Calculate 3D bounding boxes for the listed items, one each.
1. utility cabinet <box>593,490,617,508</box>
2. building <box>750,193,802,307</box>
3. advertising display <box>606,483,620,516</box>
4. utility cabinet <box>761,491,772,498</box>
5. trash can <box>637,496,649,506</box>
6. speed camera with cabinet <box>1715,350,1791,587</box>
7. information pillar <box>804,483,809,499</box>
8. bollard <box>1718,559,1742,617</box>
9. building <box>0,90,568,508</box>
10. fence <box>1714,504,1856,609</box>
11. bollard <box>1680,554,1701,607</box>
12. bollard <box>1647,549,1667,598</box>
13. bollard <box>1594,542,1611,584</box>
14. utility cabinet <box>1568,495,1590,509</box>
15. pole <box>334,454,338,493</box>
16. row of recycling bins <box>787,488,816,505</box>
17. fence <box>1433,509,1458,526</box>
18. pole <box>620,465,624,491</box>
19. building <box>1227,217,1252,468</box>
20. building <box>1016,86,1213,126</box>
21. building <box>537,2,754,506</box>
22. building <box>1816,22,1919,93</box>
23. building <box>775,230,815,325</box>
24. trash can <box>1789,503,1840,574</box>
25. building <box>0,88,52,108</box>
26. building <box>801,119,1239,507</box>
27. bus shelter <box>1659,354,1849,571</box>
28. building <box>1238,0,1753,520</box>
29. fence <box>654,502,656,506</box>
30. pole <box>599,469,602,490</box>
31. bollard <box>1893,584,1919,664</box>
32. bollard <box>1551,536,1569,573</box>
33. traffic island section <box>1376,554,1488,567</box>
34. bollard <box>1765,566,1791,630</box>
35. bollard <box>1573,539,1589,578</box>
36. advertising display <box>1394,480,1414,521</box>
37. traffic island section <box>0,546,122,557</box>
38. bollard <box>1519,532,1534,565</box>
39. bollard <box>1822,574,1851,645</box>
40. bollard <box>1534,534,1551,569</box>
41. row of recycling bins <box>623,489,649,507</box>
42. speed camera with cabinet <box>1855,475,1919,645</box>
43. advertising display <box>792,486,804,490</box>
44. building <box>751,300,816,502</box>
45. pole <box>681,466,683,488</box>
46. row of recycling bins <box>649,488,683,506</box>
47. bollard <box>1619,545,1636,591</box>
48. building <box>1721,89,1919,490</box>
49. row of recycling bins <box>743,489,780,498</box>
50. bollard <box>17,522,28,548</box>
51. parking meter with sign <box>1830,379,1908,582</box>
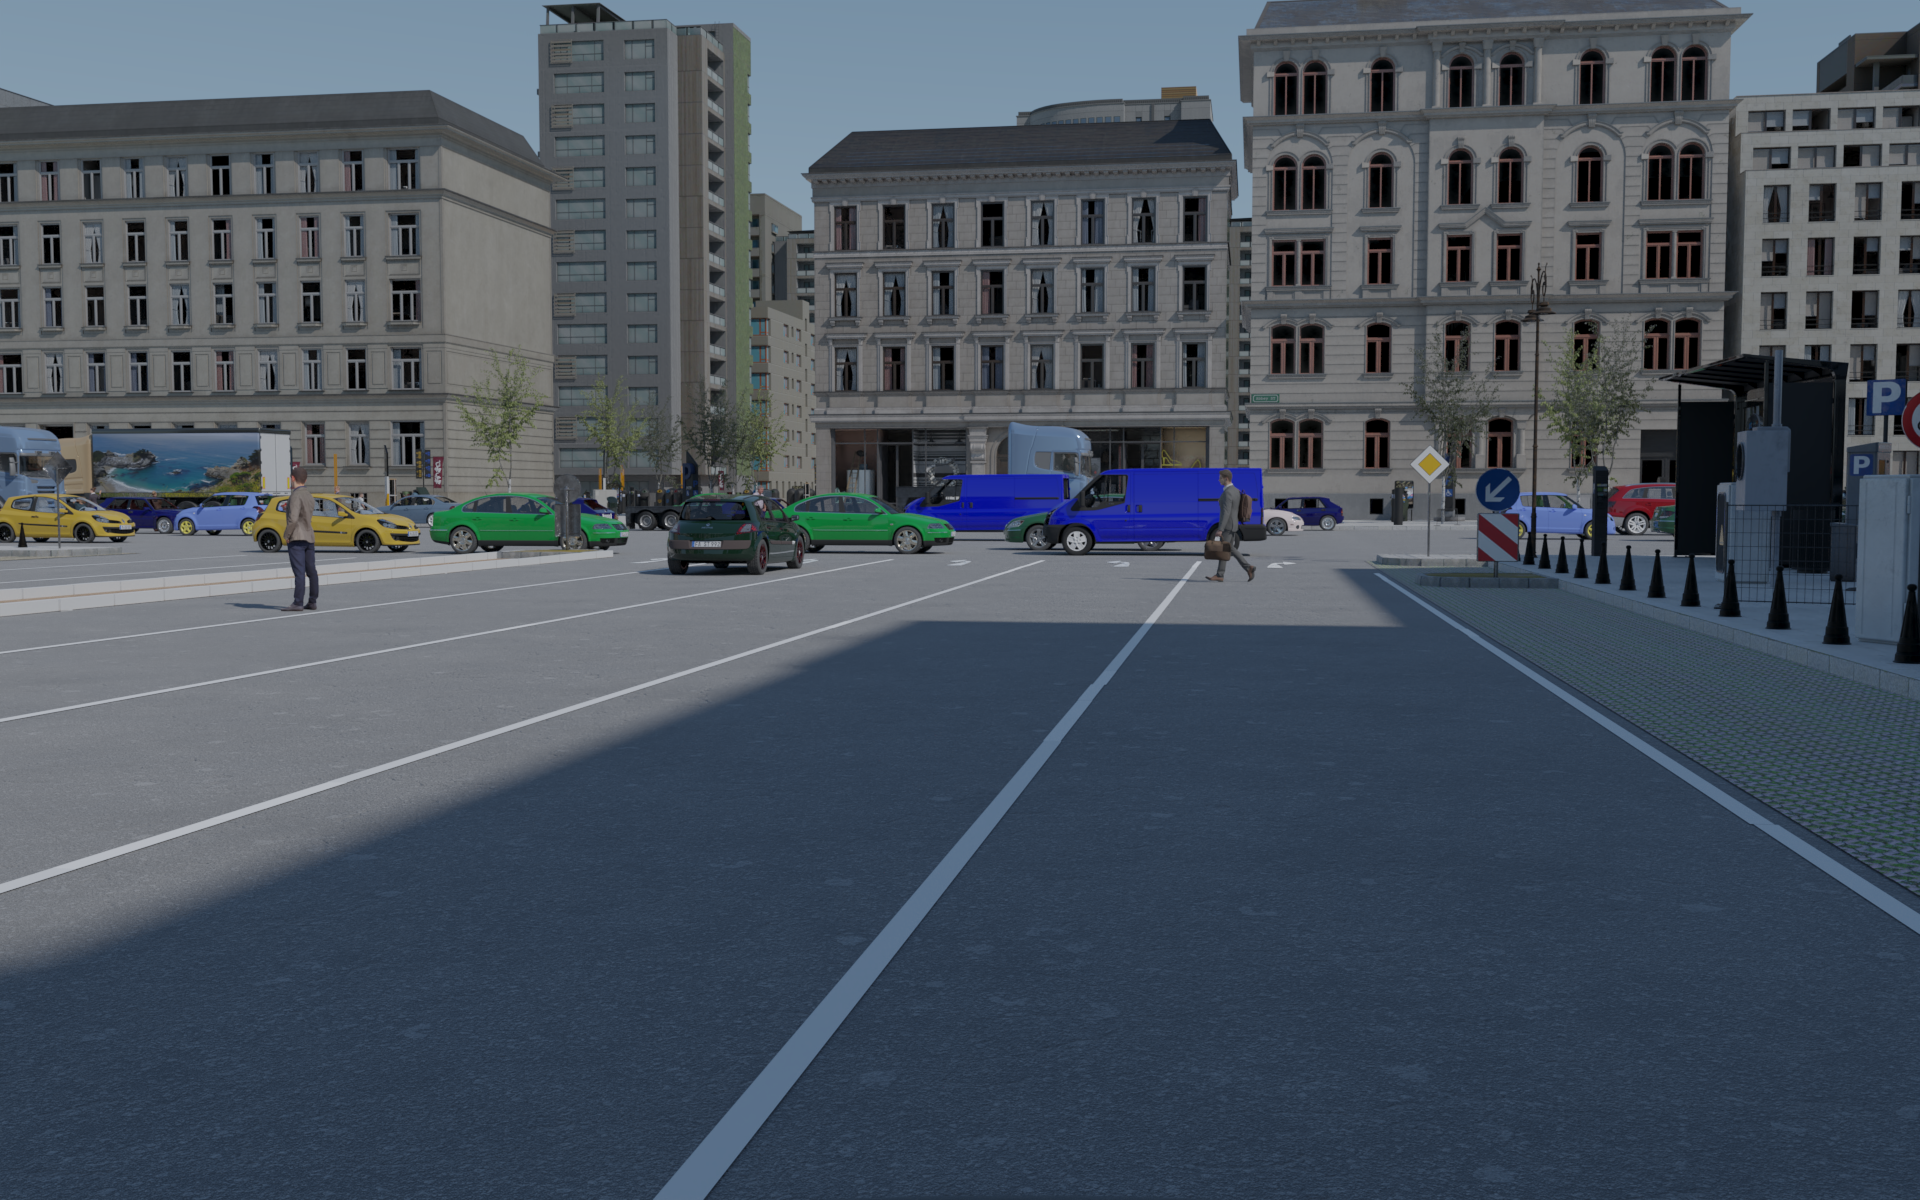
[{"bbox_3d":[-18.100,-4.872,88.338,1.173,1.500,0.318,-3,4,-36],"label":"utility cabinet"},{"bbox_3d":[-36.970,-39.257,265.545,21.600,48.544,21.300,1,4,10],"label":"building"},{"bbox_3d":[-20.679,-5.983,103.031,0.974,1.923,0.123,1,4,15],"label":"advertising display"},{"bbox_3d":[-12.035,-6.036,107.375,0.318,1.500,1.173,1,4,17],"label":"utility cabinet"},{"bbox_3d":[-19.759,-5.893,108.006,0.748,1.137,0.748,0,3,0],"label":"trash can"},{"bbox_3d":[11.241,-1.851,24.606,0.660,3.252,2.038,1,4,14],"label":"speed camera with cabinet"},{"bbox_3d":[-10.225,-6.783,115.389,0.304,2.012,0.304,-2,4,-30],"label":"information pillar"},{"bbox_3d":[8.067,-0.128,18.127,0.229,0.601,0.229,0,3,0],"label":"bollard"},{"bbox_3d":[-40.300,-16.422,101.788,30.059,22.955,16.112,1,4,10],"label":"building"},{"bbox_3d":[9.517,-0.473,18.943,2.264,1.192,0.480,2,4,29],"label":"fence"},{"bbox_3d":[8.351,-0.229,19.779,0.229,0.601,0.229,0,3,0],"label":"bollard"},{"bbox_3d":[8.628,-0.330,21.432,0.229,0.601,0.229,0,3,0],"label":"bollard"},{"bbox_3d":[9.192,-0.533,24.749,0.229,0.601,0.229,0,3,0],"label":"bollard"},{"bbox_3d":[28.817,-4.254,80.713,1.020,1.237,0.306,1,4,17],"label":"utility cabinet"},{"bbox_3d":[-31.684,-5.755,87.940,0.158,3.312,0.155,0,3,0],"label":"pole"},{"bbox_3d":[-11.228,-7.280,126.133,3.534,1.692,1.069,2,4,35],"label":"row of recycling bins"},{"bbox_3d":[19.879,-3.380,70.645,0.278,0.683,2.069,3,5,39],"label":"fence"},{"bbox_3d":[-23.927,-7.866,122.450,0.158,3.312,0.155,0,3,0],"label":"pole"},{"bbox_3d":[43.098,-34.544,248.385,14.086,41.232,14.154,1,4,10],"label":"building"},{"bbox_3d":[22.779,-43.620,255.191,28.212,58.520,21.231,1,4,10],"label":"building"},{"bbox_3d":[-26.363,-28.351,147.130,14.154,41.232,14.086,1,4,10],"label":"building"},{"bbox_3d":[89.491,-31.328,162.329,14.200,45.320,14.600,1,4,10],"label":"building"},{"bbox_3d":[-19.904,-35.236,259.699,14.086,41.232,14.154,1,4,10],"label":"building"},{"bbox_3d":[13.824,-1.003,28.061,0.748,1.137,0.748,0,3,0],"label":"trash can"},{"bbox_3d":[-65.161,-17.529,104.628,19.932,24.808,12.078,1,4,10],"label":"building"},{"bbox_3d":[-5.519,-14.855,93.793,40.483,20.767,10.553,1,4,10],"label":"building"},{"bbox_3d":[14.448,-2.485,31.919,1.731,3.624,6.357,1,4,10],"label":"bus shelter"},{"bbox_3d":[26.254,-18.473,89.424,23.554,28.519,14.401,1,4,10],"label":"building"},{"bbox_3d":[-23.418,-7.219,133.398,0.278,0.683,2.069,0,4,-2],"label":"fence"},{"bbox_3d":[-28.788,-8.854,138.598,0.158,3.312,0.155,0,3,0],"label":"pole"},{"bbox_3d":[7.222,0.177,13.153,0.229,0.601,0.229,0,3,0],"label":"bollard"},{"bbox_3d":[9.761,-0.735,28.063,0.229,0.601,0.229,0,3,0],"label":"bollard"},{"bbox_3d":[9.631,-0.811,35.545,2.009,0.180,2.903,1,4,10],"label":"traffic island section"},{"bbox_3d":[7.786,-0.026,16.461,0.229,0.601,0.229,0,3,0],"label":"bollard"},{"bbox_3d":[9.475,-0.634,26.401,0.229,0.601,0.229,0,3,0],"label":"bollard"},{"bbox_3d":[21.089,-4.713,82.277,0.974,1.923,0.123,-1,4,-16],"label":"advertising display"},{"bbox_3d":[-21.219,-1.131,40.775,2.009,0.180,2.903,1,4,10],"label":"traffic island section"},{"bbox_3d":[10.325,-0.940,31.415,0.229,0.601,0.229,0,3,0],"label":"bollard"},{"bbox_3d":[7.505,0.075,14.808,0.229,0.601,0.229,0,3,0],"label":"bollard"},{"bbox_3d":[10.044,-0.838,29.738,0.229,0.601,0.229,0,3,0],"label":"bollard"},{"bbox_3d":[-25.194,-7.590,131.202,3.534,1.692,1.069,1,4,9],"label":"row of recycling bins"},{"bbox_3d":[8.850,-1.264,15.006,2.038,3.252,0.660,-1,4,-15],"label":"speed camera with cabinet"},{"bbox_3d":[-12.632,-7.930,134.863,0.974,1.923,0.123,-2,4,-32],"label":"advertising display"},{"bbox_3d":[-29.645,-20.245,176.044,28.899,21.520,27.650,1,4,10],"label":"building"},{"bbox_3d":[-20.306,-8.117,126.554,0.158,3.312,0.155,0,3,0],"label":"pole"},{"bbox_3d":[-19.246,-6.728,117.110,3.534,1.692,1.069,3,4,39],"label":"row of recycling bins"},{"bbox_3d":[8.911,-0.432,23.097,0.229,0.601,0.229,0,3,0],"label":"bollard"},{"bbox_3d":[46.001,-14.099,85.269,16.860,20.320,10.420,1,4,10],"label":"building"},{"bbox_3d":[-15.361,-7.752,133.863,3.534,1.692,1.069,2,4,34],"label":"row of recycling bins"},{"bbox_3d":[-22.486,-1.559,41.530,0.229,0.601,0.229,0,3,0],"label":"bollard"},{"bbox_3d":[13.509,-1.808,25.816,0.543,3.016,1.738,3,5,44],"label":"parking meter with sign"}]
